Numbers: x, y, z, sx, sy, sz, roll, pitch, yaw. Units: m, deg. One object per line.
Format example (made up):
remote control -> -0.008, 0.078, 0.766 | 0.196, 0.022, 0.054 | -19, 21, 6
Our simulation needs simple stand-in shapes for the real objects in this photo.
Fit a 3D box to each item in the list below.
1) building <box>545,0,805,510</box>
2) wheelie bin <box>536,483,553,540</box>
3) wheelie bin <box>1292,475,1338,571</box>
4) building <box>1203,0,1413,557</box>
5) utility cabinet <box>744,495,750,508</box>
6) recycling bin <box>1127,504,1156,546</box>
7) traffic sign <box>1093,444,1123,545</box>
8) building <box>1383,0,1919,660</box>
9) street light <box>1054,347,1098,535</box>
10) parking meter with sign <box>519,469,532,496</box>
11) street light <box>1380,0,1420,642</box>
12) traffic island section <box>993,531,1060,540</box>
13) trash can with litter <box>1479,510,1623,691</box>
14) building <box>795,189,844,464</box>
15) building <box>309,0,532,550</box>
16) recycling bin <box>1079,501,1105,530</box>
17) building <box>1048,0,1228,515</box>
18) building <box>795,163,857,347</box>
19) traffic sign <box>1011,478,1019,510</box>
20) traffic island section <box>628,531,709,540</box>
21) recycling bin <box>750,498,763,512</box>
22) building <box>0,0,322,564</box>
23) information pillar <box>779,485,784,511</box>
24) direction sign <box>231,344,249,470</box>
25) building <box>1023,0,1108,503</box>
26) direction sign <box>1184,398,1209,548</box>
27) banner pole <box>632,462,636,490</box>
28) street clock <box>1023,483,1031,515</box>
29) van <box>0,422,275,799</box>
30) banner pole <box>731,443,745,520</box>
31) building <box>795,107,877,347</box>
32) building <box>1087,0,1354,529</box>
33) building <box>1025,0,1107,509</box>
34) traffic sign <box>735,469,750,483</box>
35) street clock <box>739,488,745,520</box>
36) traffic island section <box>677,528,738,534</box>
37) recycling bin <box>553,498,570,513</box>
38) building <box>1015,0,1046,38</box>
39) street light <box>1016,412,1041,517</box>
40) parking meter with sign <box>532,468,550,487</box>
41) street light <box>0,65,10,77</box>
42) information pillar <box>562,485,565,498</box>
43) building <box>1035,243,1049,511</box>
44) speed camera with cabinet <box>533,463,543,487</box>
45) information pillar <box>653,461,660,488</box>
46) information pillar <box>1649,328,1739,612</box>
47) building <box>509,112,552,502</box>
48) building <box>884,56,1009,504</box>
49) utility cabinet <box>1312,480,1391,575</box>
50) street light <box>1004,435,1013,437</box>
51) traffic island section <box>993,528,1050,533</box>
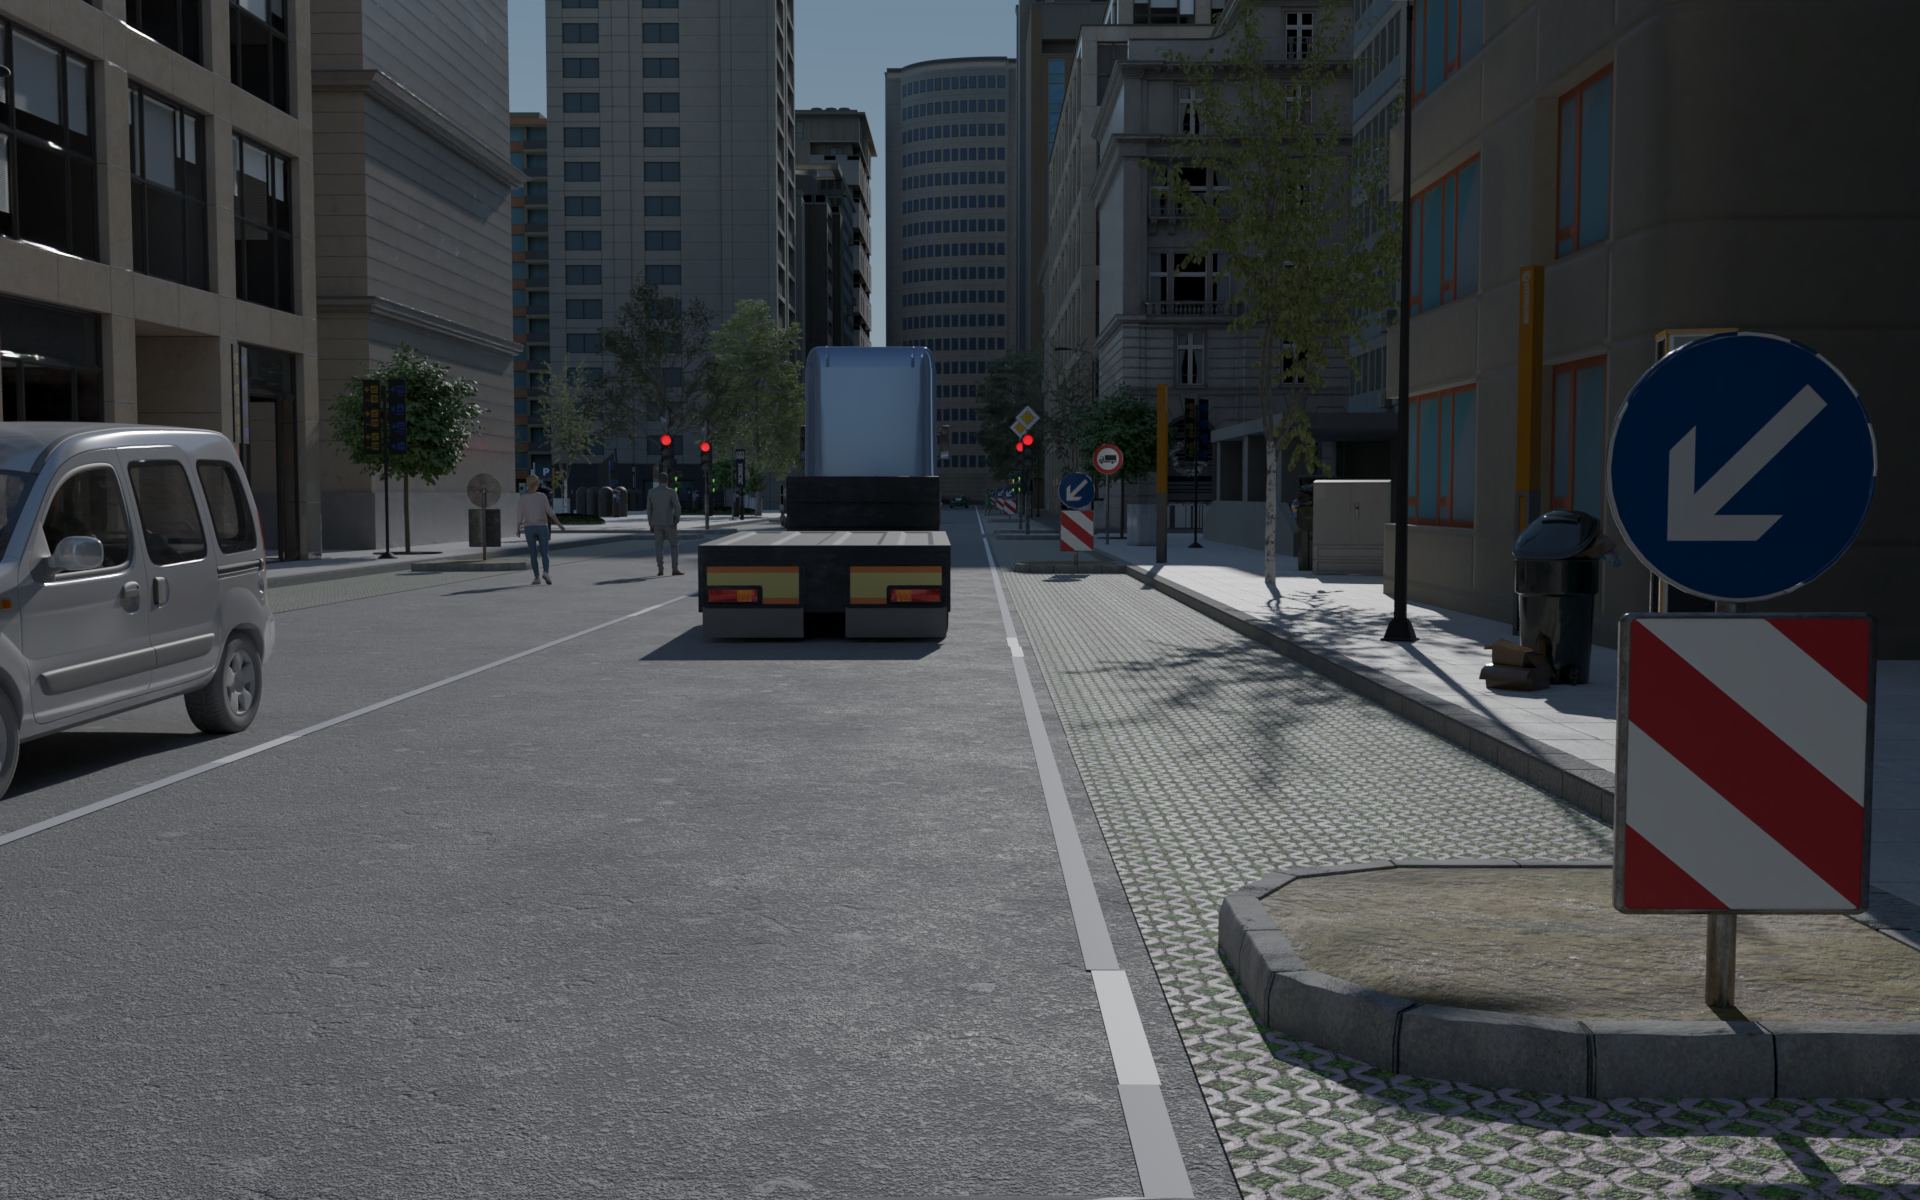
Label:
building -> -22.496, -43.359, 147.178 | 20.563, 71.187, 20.611 | 0, 4, 0
wheelie bin -> -11.660, -2.462, 48.156 | 0.693, 1.594, 0.980 | -1, 4, -18
wheelie bin -> 6.014, -1.291, 29.018 | 0.980, 1.594, 0.693 | 1, 4, 21
building -> 22.959, -21.349, 40.932 | 32.217, 40.220, 23.993 | 0, 4, 0
utility cabinet -> -15.065, -6.813, 122.551 | 0.306, 1.237, 1.020 | 0, 4, -1
recycling bin -> 4.608, -1.866, 43.055 | 0.722, 1.027, 0.722 | -1, 4, -17
traffic sign -> 3.752, -2.684, 43.987 | 0.768, 2.556, 0.104 | 0, 4, 5
building -> 19.174, -9.915, 7.148 | 27.650, 21.520, 28.899 | 0, 4, 0
street light -> 3.654, -5.028, 54.752 | 1.470, 5.913, 1.316 | 0, 4, 0
parking meter with sign -> -30.615, -7.681, 121.842 | 1.738, 3.016, 0.543 | 2, 4, 34
street light -> 3.318, -2.598, 15.022 | 1.470, 5.913, 1.316 | 0, 4, 0
traffic island section -> 2.160, -2.000, 54.982 | 2.009, 0.180, 2.903 | 0, 4, 0
trash can with litter -> 3.938, -0.012, 11.581 | 0.624, 1.170, 1.055 | 3, 5, 42
building -> -18.599, -24.124, 166.134 | 14.160, 30.474, 14.107 | 0, 4, 0
building -> -24.512, -15.792, 45.587 | 23.554, 28.519, 14.401 | 0, 4, 0
recycling bin -> 4.745, -3.042, 62.288 | 0.722, 1.027, 0.722 | -2, 4, -25
building -> 15.432, -17.986, 98.580 | 19.350, 26.468, 34.151 | 0, 4, 0
building -> -24.084, -30.882, 196.803 | 23.993, 40.220, 32.217 | 0, 4, 0
traffic sign -> 4.413, -8.318, 136.110 | 0.768, 2.556, 0.104 | 0, 4, 7
traffic island section -> -9.281, -2.005, 55.068 | 2.009, 0.180, 2.903 | 0, 4, 0
recycling bin -> -14.772, -6.914, 125.599 | 0.722, 1.027, 0.722 | -2, 4, -26
building -> -22.272, -12.957, 16.362 | 19.350, 26.468, 34.151 | 0, 4, 0
information pillar -> -13.834, -7.938, 134.273 | 0.304, 2.012, 0.304 | -1, 4, -21
direction sign -> -11.030, -2.116, 26.599 | 0.379, 3.537, 0.876 | -1, 4, -9
building -> 16.929, -44.951, 173.202 | 20.563, 71.187, 20.611 | 0, 4, 0
direction sign -> 5.614, -3.008, 41.184 | 0.876, 3.537, 0.379 | -3, 5, -44
banner pole -> -25.132, -8.789, 133.710 | 0.401, 3.779, 0.863 | 1, 4, 13
street clock -> 4.073, -6.358, 108.519 | 0.358, 2.002, 0.471 | 1, 4, 11
van -> -5.172, -0.126, 9.074 | 2.013, 2.044, 4.112 | 0, 4, 2
banner pole -> -10.856, -5.774, 84.420 | 0.863, 3.779, 0.401 | -1, 4, -11
building -> -23.551, -39.575, 236.292 | 27.495, 52.752, 28.713 | 0, 4, 0
building -> 17.528, -13.889, 68.889 | 24.055, 21.916, 13.314 | 0, 4, 0
building -> 13.055, -30.970, 156.471 | 14.600, 45.320, 14.200 | 0, 4, 0
traffic sign -> -10.752, -5.228, 85.583 | 0.768, 2.556, 0.104 | 1, 4, 8
street clock -> -10.726, -4.933, 85.228 | 0.358, 2.002, 0.471 | 0, 4, 4
traffic island section -> -9.224, -2.494, 63.052 | 2.009, 0.180, 2.903 | 0, 4, 0
recycling bin -> -23.465, -5.472, 102.020 | 0.722, 1.027, 0.722 | 2, 4, 24
building -> 16.885, -40.123, 198.017 | 21.231, 58.520, 28.212 | 0, 4, 0
street light -> 3.865, -7.650, 97.620 | 1.470, 5.913, 1.316 | 0, 4, 0
parking meter with sign -> -27.637, -7.245, 114.709 | 0.543, 3.016, 1.738 | -2, 4, -29
street light -> -10.962, -2.833, 18.866 | 1.470, 5.913, 1.316 | 0, 4, 0
information pillar -> -30.372, -7.857, 132.956 | 0.304, 2.012, 0.304 | 0, 4, 4
building -> 11.671, -17.793, 127.079 | 11.583, 22.565, 21.152 | 0, 4, 0
speed camera with cabinet -> -26.195, -6.962, 108.169 | 0.660, 3.252, 2.038 | -2, 4, -29
information pillar -> -21.305, -7.973, 121.705 | 0.504, 3.616, 0.183 | 1, 4, 15
information pillar -> 3.323, -0.207, 7.877 | 0.304, 2.012, 0.304 | 1, 4, 13
building -> -50.480, -33.452, 201.564 | 28.867, 44.769, 22.147 | 0, 4, 0
building -> 4.270, -42.175, 231.563 | 28.212, 58.520, 21.231 | 0, 4, 0
utility cabinet -> 6.200, -1.146, 27.424 | 1.173, 1.500, 0.318 | 1, 4, 19
street light -> 4.211, -10.063, 137.074 | 1.470, 5.913, 1.316 | 0, 4, 0
traffic island section -> 2.217, -2.488, 62.967 | 2.009, 0.180, 2.903 | 0, 4, 0
